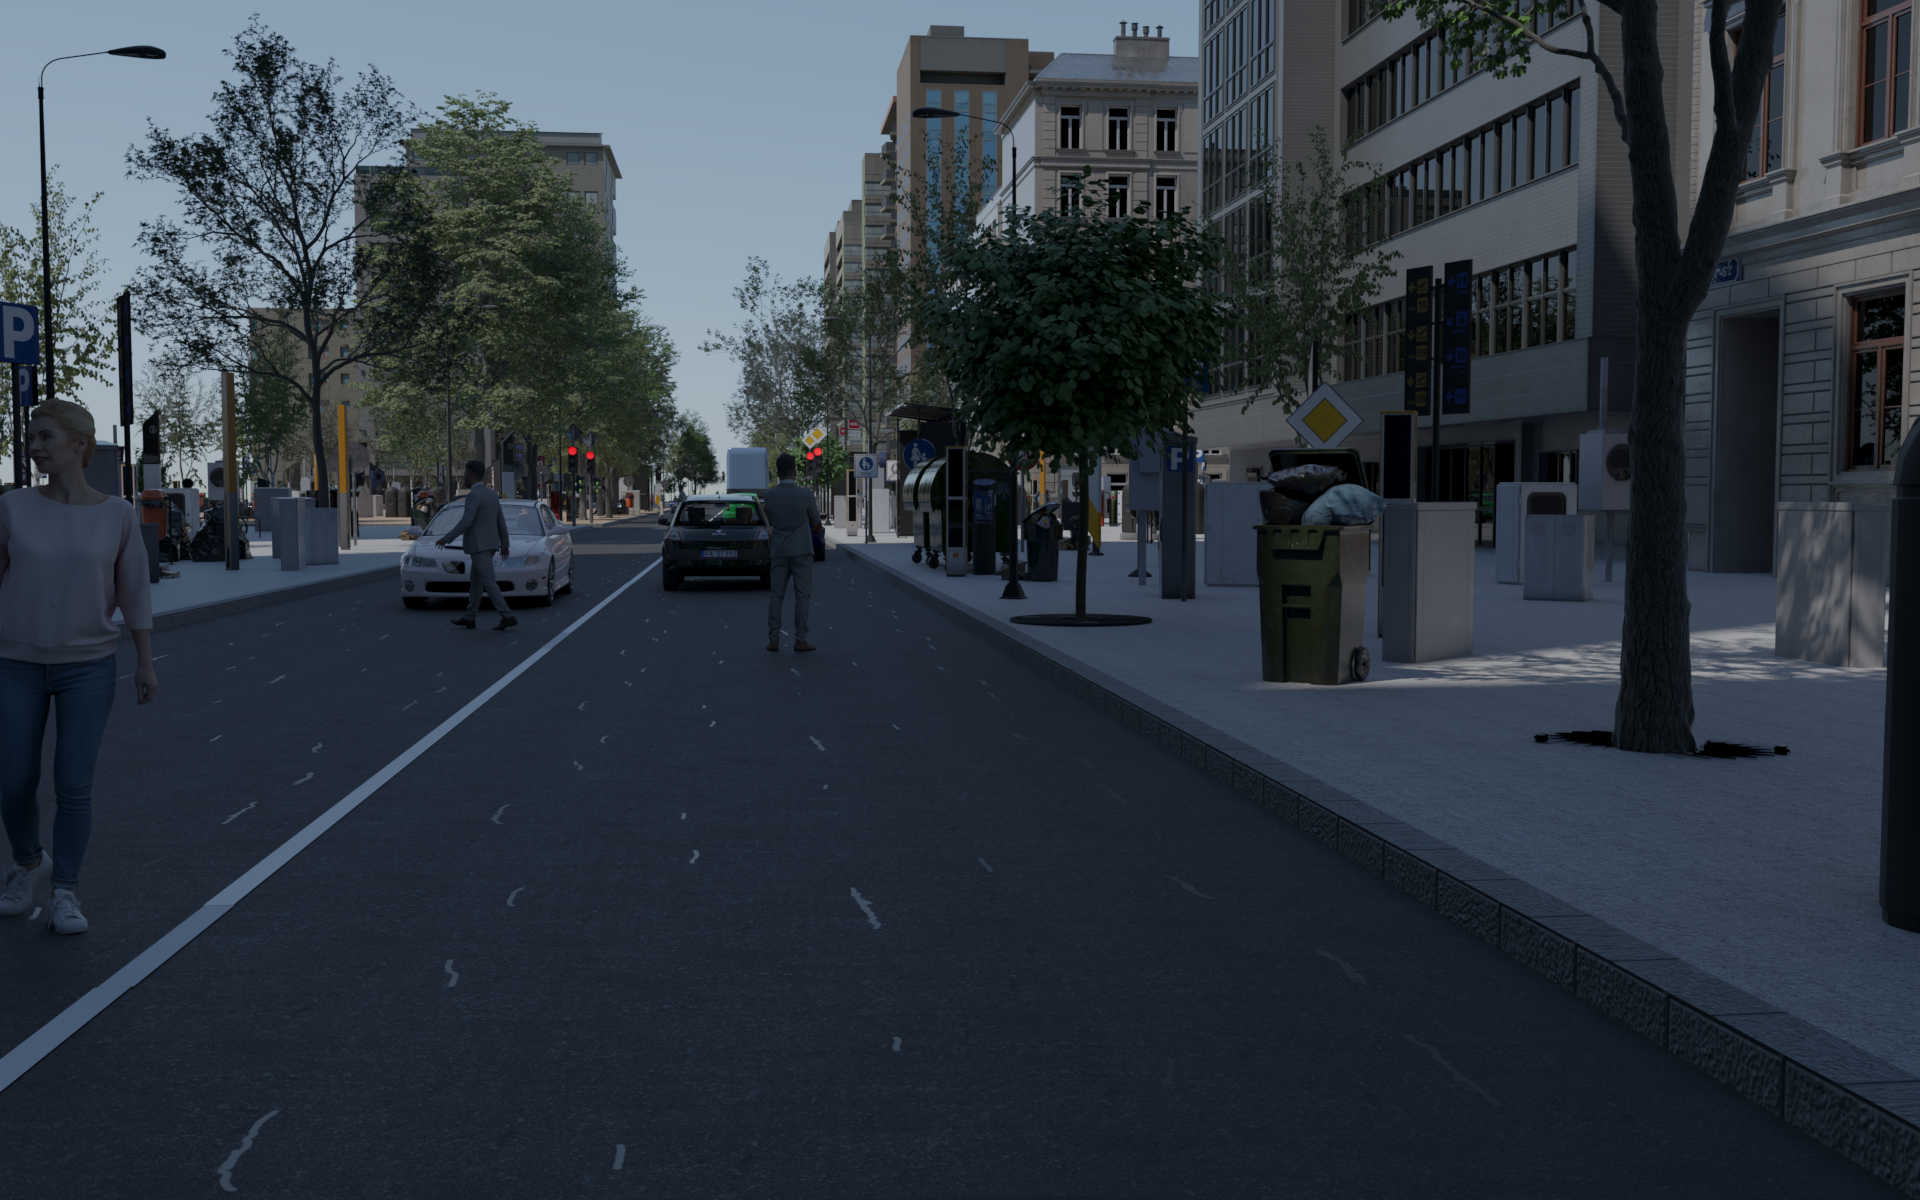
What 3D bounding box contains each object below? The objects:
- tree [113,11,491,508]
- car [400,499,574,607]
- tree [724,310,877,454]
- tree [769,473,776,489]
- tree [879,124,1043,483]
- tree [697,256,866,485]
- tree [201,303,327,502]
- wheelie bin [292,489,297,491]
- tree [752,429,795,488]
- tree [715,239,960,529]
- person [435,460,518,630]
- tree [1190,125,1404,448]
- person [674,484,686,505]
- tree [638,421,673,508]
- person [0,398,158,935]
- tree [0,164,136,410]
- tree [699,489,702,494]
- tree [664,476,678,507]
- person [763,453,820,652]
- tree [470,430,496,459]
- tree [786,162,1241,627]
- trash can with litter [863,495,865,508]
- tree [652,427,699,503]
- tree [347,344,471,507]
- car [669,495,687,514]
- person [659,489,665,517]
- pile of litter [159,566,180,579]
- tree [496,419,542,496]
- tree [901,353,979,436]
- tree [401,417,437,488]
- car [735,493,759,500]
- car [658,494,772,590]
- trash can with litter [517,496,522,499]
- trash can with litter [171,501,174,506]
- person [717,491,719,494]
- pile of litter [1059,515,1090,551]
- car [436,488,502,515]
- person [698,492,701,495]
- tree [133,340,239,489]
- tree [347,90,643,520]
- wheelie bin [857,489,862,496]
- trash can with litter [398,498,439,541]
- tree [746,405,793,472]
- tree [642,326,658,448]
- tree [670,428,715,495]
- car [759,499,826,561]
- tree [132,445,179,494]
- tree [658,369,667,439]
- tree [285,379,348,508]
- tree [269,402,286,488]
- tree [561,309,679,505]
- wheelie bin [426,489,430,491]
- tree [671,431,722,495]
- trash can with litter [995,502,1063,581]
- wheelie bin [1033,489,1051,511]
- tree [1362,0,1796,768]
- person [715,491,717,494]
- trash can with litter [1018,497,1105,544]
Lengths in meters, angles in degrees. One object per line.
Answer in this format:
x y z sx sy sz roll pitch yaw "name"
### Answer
-13.040 -6.120 34.468 7.601 10.594 8.767 -1 4 -20 "tree"
-6.331 -0.683 23.530 2.083 1.381 4.827 0 4 -8 "car"
-10.527 -12.555 115.638 12.009 13.543 11.850 0 3 0 "tree"
-6.707 -6.008 81.945 4.285 4.588 4.351 0 3 0 "tree"
0.184 -5.166 34.822 4.737 8.622 4.395 0 3 0 "tree"
-14.082 -17.284 138.481 12.611 20.169 13.585 0 3 0 "tree"
-25.798 -6.999 64.791 4.737 8.622 4.395 0 3 0 "tree"
-40.175 -5.910 104.542 0.980 1.594 0.693 3 5 41 "wheelie bin"
-17.220 -13.036 163.504 4.737 8.622 4.395 0 3 0 "tree"
-3.125 -7.893 63.467 7.601 10.594 8.767 2 4 31 "tree"
-5.061 -0.583 18.313 0.850 1.792 0.678 1 4 12 "person"
6.684 -5.108 33.876 4.737 8.622 4.395 0 3 0 "tree"
-10.737 -3.533 66.453 0.466 1.800 0.511 -1 4 -11 "person"
-28.555 -12.902 161.307 4.360 8.622 3.978 0 3 0 "tree"
-3.091 0.209 5.756 0.731 1.740 0.598 -2 4 -30 "person"
-20.946 -5.433 39.200 4.737 8.622 4.395 0 3 0 "tree"
-44.808 -21.337 299.225 4.737 8.622 4.395 0 3 0 "tree"
-28.055 -10.520 166.603 1.663 3.219 1.824 0 3 0 "tree"
-1.542 -0.443 15.917 0.511 1.800 0.466 0 4 -1 "person"
-34.583 -10.338 119.393 4.360 8.622 3.978 0 3 0 "tree"
1.152 -2.051 17.243 4.285 4.588 4.351 0 3 0 "tree"
-8.076 -8.664 153.050 1.055 1.170 0.624 1 4 9 "trash can with litter"
-32.059 -14.700 190.710 4.737 8.622 4.395 0 3 0 "tree"
-25.908 -8.028 81.613 4.360 8.622 3.978 0 3 0 "tree"
-20.136 -6.921 125.746 1.945 1.354 3.894 -1 4 -9 "car"
-18.596 -6.062 108.166 0.362 1.759 0.519 -1 4 -16 "person"
-12.733 -0.772 26.591 1.719 0.858 1.176 3 5 43 "pile of litter"
-36.990 -11.937 145.531 4.360 8.622 3.978 0 3 0 "tree"
-1.042 -8.741 93.271 4.360 8.622 3.978 0 3 0 "tree"
-44.599 -11.840 143.947 4.737 8.622 4.395 0 3 0 "tree"
-9.911 -4.316 79.365 1.959 1.807 4.718 0 4 -6 "car"
-3.771 -1.071 27.301 2.009 1.686 4.222 0 4 -7 "car"
-29.417 -6.314 114.620 1.055 1.170 0.624 3 5 40 "trash can with litter"
-19.999 -1.976 43.697 0.624 1.170 1.055 -2 4 -35 "trash can with litter"
-29.272 -12.278 209.275 0.705 1.821 1.348 -3 5 -39 "person"
2.477 -1.583 39.847 1.176 0.858 1.719 1 4 19 "pile of litter"
-20.881 -3.856 72.831 4.222 1.686 2.009 0 4 -7 "car"
-31.921 -12.475 212.989 1.217 1.766 0.721 3 5 41 "person"
-37.417 -8.164 83.848 4.360 8.622 3.978 0 3 0 "tree"
-13.318 -8.024 49.320 7.486 12.596 7.792 0 3 0 "tree"
-6.832 -6.404 112.606 0.980 1.594 0.693 2 4 24 "wheelie bin"
-14.990 -2.220 47.679 1.055 1.170 0.624 1 4 18 "trash can with litter"
-23.483 -18.389 218.793 7.486 12.596 7.792 0 3 0 "tree"
-18.797 -10.154 84.147 7.486 12.596 7.792 0 3 0 "tree"
-38.098 -19.001 245.083 7.601 10.594 8.767 0 4 -8 "tree"
-3.925 -1.589 38.565 1.945 1.354 3.894 0 4 -7 "car"
-27.618 -3.919 58.685 1.663 3.219 1.824 0 3 0 "tree"
-20.583 -11.174 100.818 7.486 12.596 7.792 0 3 0 "tree"
-39.673 -9.724 109.357 4.360 8.622 3.978 0 3 0 "tree"
-46.224 -10.353 119.641 4.360 8.622 3.978 0 3 0 "tree"
-22.336 -12.546 111.782 9.857 13.997 8.962 0 3 0 "tree"
-35.414 -6.556 115.096 0.980 1.594 0.693 -3 5 -44 "wheelie bin"
-44.297 -22.821 290.122 9.611 12.733 9.660 0 3 0 "tree"
0.997 -0.866 25.549 1.055 1.170 0.624 3 4 36 "trash can with litter"
3.267 -3.735 68.983 0.693 1.594 0.980 0 4 -3 "wheelie bin"
3.671 -5.058 8.449 9.928 11.665 9.643 0 3 0 "tree"
-36.145 -15.231 257.401 0.709 1.838 0.599 -1 4 -18 "person"
2.530 -2.056 44.667 2.233 1.210 1.678 1 4 17 "trash can with litter"
